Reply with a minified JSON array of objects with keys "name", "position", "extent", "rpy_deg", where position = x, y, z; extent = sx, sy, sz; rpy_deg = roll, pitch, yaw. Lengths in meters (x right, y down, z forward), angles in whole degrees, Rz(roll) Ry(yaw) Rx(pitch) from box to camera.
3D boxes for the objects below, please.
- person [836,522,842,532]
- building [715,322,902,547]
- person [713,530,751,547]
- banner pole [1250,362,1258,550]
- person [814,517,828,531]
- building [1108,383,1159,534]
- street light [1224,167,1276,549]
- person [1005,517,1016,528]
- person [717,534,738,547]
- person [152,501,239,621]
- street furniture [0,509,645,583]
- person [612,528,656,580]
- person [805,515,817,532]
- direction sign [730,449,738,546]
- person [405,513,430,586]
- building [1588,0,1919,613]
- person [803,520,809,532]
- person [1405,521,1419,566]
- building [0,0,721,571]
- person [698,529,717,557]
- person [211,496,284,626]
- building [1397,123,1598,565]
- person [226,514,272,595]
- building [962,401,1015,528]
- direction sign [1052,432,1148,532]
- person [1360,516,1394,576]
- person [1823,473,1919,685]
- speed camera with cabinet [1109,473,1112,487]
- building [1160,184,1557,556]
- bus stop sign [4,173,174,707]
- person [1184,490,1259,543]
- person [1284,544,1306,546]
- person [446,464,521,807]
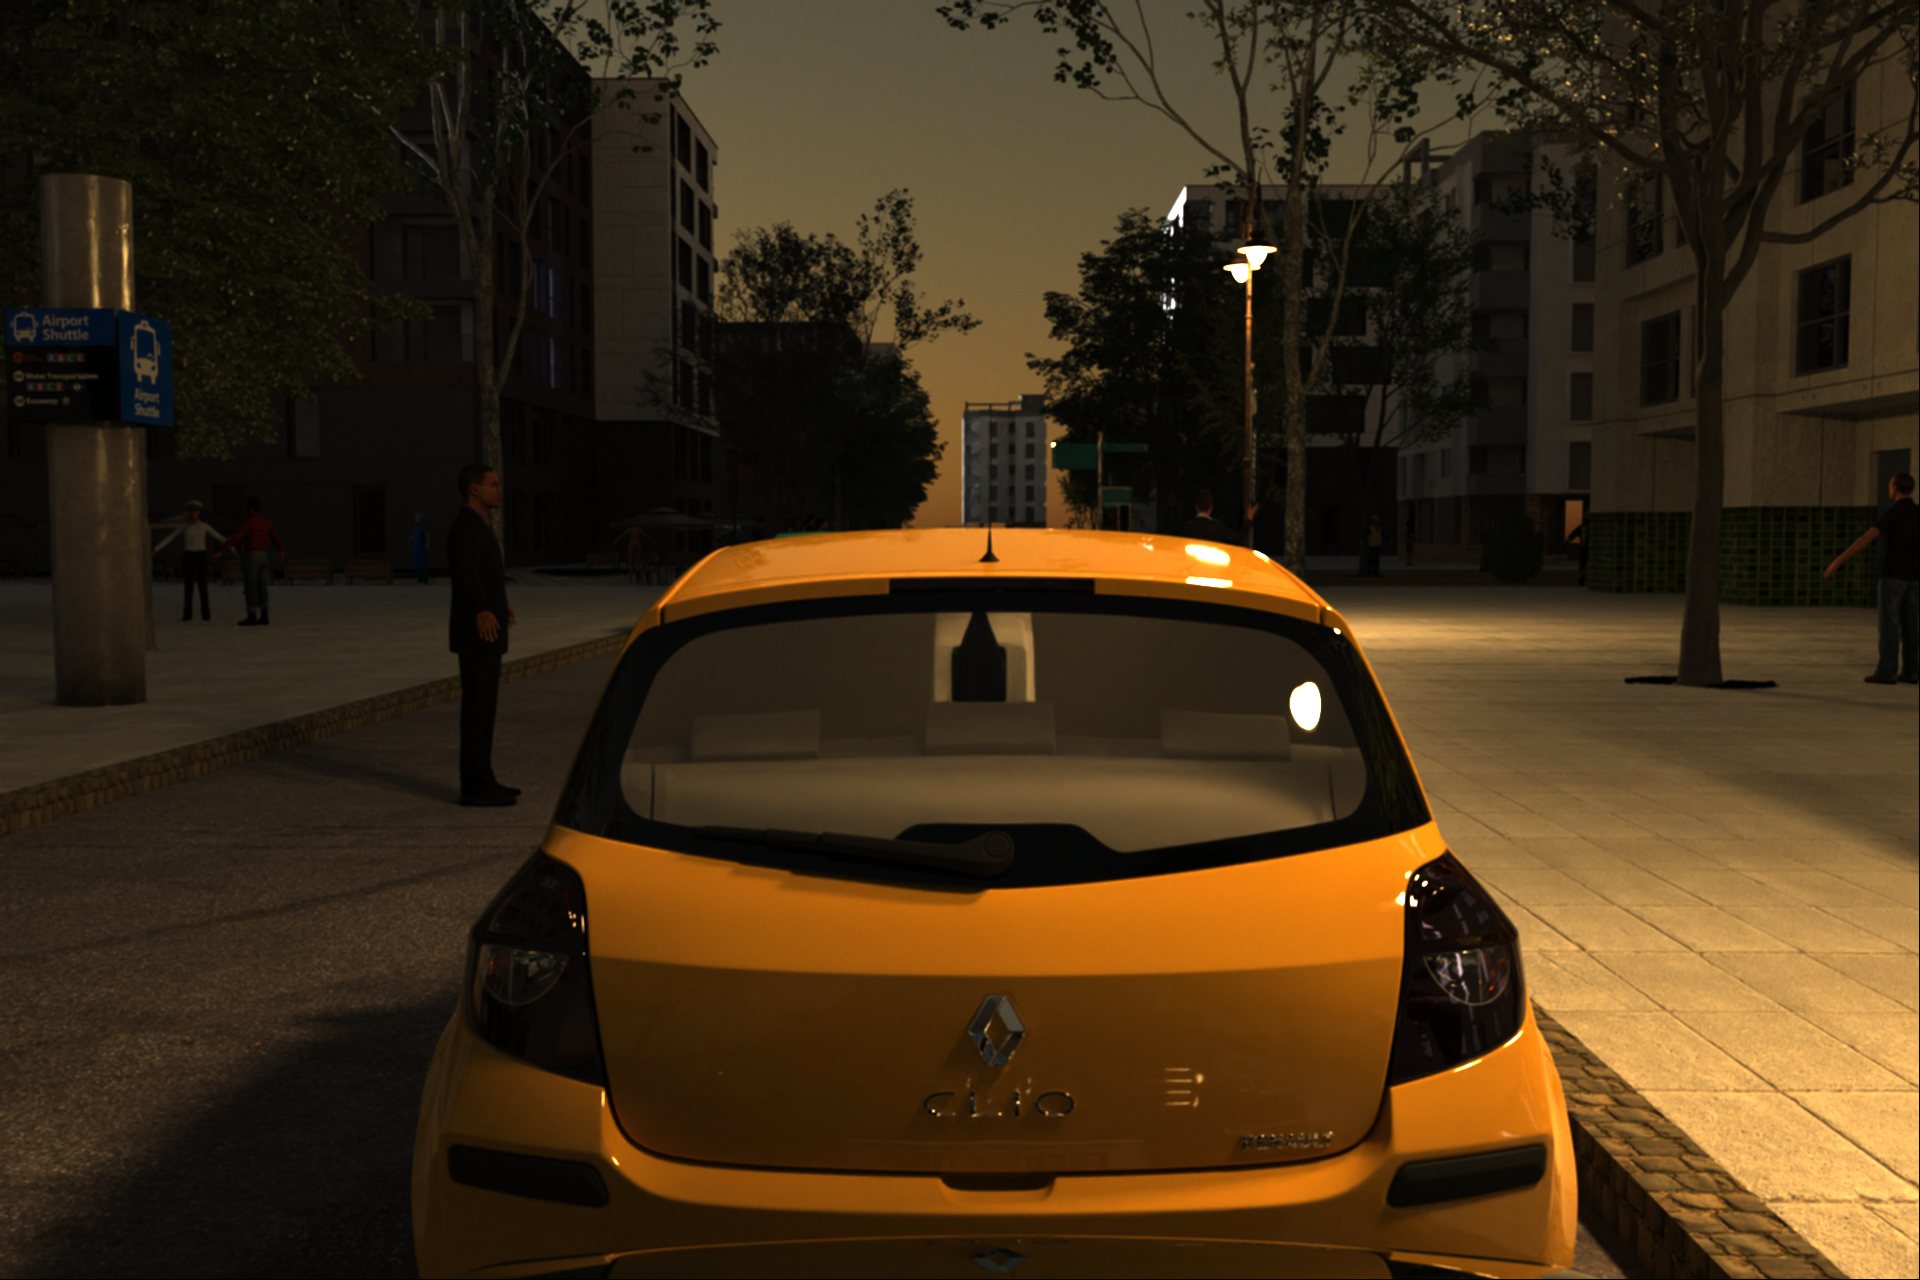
[{"name":"person","position":[-4.778,-3.871,69.748],"extent":[0.721,1.772,1.216],"rpy_deg":[0,4,7]},{"name":"building","position":[-21.015,-20.753,183.289],"extent":[27.936,21.610,32.646],"rpy_deg":[0,4,2]},{"name":"person","position":[-7.719,-3.238,58.796],"extent":[1.347,1.847,0.705],"rpy_deg":[0,4,-7]},{"name":"banner pole","position":[4.229,-2.144,25.079],"extent":[0.401,3.779,0.863],"rpy_deg":[0,4,1]},{"name":"person","position":[-2.500,-1.417,32.347],"extent":[0.721,1.740,1.216],"rpy_deg":[-1,4,-13]},{"name":"building","position":[26.887,-21.059,210.775],"extent":[16.747,18.905,31.486],"rpy_deg":[0,4,1]},{"name":"street light","position":[3.714,-3.031,22.348],"extent":[0.468,5.910,1.993],"rpy_deg":[0,4,2]},{"name":"person","position":[1.270,-2.151,43.396],"extent":[1.354,1.858,0.705],"rpy_deg":[2,4,28]},{"name":"person","position":[-10.542,-4.471,78.863],"extent":[0.705,1.858,1.354],"rpy_deg":[3,4,37]},{"name":"person","position":[-11.322,-1.172,25.622],"extent":[1.216,1.778,0.721],"rpy_deg":[-1,4,-18]},{"name":"street furniture","position":[-24.188,-2.866,51.896],"extent":[27.439,1.986,14.083],"rpy_deg":[0,4,4]},{"name":"person","position":[-9.131,-2.556,48.596],"extent":[1.217,1.733,0.721],"rpy_deg":[-1,4,-13]},{"name":"person","position":[-4.044,-2.542,47.748],"extent":[0.705,1.806,1.347],"rpy_deg":[1,4,21]},{"name":"direction sign","position":[-6.052,-3.333,46.493],"extent":[0.379,3.537,0.876],"rpy_deg":[0,4,3]},{"name":"person","position":[-13.449,-2.262,43.112],"extent":[0.704,1.817,1.347],"rpy_deg":[-3,5,-40]},{"name":"building","position":[22.111,-9.545,22.511],"extent":[16.747,18.905,31.486],"rpy_deg":[0,4,1]},{"name":"person","position":[-5.657,-3.557,64.340],"extent":[0.705,1.806,1.347],"rpy_deg":[0,4,-2]},{"name":"person","position":[18.330,-3.933,70.446],"extent":[0.704,1.843,1.345],"rpy_deg":[0,4,-6]},{"name":"building","position":[-27.033,-14.194,76.051],"extent":[27.936,21.610,32.646],"rpy_deg":[0,4,1]},{"name":"person","position":[-10.597,-4.049,72.345],"extent":[0.704,1.812,1.346],"rpy_deg":[-3,5,-41]},{"name":"person","position":[-9.923,-1.113,24.309],"extent":[0.704,1.816,1.345],"rpy_deg":[1,4,20]},{"name":"building","position":[26.713,-13.922,84.050],"extent":[16.016,20.090,11.380],"rpy_deg":[0,4,1]},{"name":"person","position":[-15.041,-1.830,36.749],"extent":[1.217,1.735,0.721],"rpy_deg":[-1,4,-18]},{"name":"building","position":[0.699,-23.207,238.306],"extent":[11.380,20.090,16.016],"rpy_deg":[0,4,-4]},{"name":"direction sign","position":[3.684,-3.439,44.998],"extent":[2.525,3.948,1.411],"rpy_deg":[0,4,-1]},{"name":"person","position":[12.419,-2.803,51.791],"extent":[1.349,1.833,0.705],"rpy_deg":[-2,4,-30]},{"name":"person","position":[8.043,-0.529,14.865],"extent":[1.348,1.803,0.705],"rpy_deg":[-1,4,-16]},{"name":"speed camera with cabinet","position":[5.016,-3.733,55.371],"extent":[0.660,3.252,2.038],"rpy_deg":[0,4,2]},{"name":"building","position":[27.343,-16.750,117.842],"extent":[27.936,21.610,32.646],"rpy_deg":[0,4,1]},{"name":"bus stop sign","position":[-6.518,-1.469,13.033],"extent":[0.837,3.901,0.837],"rpy_deg":[0,4,1]},{"name":"person","position":[2.649,-0.661,17.655],"extent":[0.742,1.727,0.445],"rpy_deg":[0,4,2]},{"name":"person","position":[13.993,-3.861,72.394],"extent":[0.991,1.433,0.599],"rpy_deg":[-1,4,-12]},{"name":"person","position":[-2.533,-0.034,9.234],"extent":[0.704,1.802,1.346],"rpy_deg":[-1,4,-11]}]
